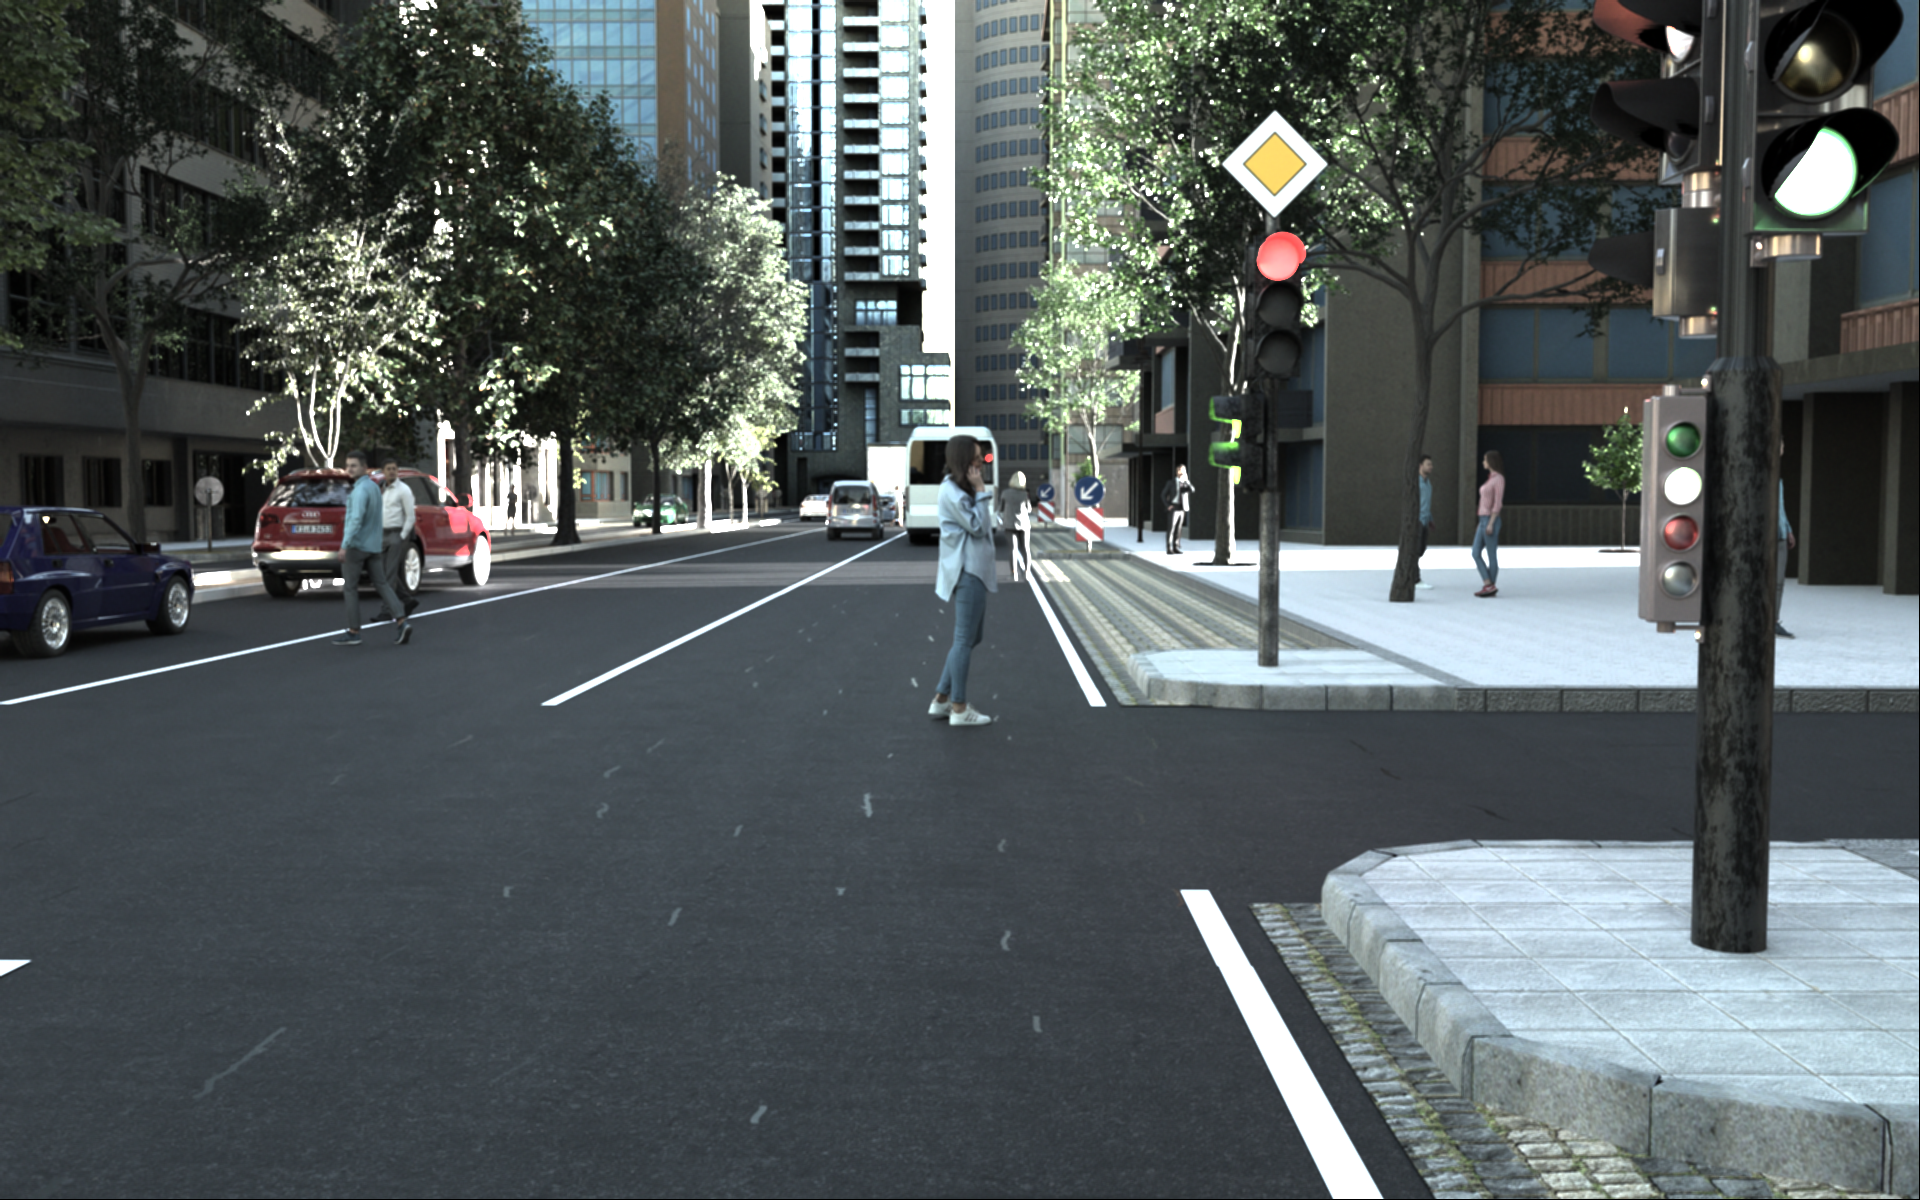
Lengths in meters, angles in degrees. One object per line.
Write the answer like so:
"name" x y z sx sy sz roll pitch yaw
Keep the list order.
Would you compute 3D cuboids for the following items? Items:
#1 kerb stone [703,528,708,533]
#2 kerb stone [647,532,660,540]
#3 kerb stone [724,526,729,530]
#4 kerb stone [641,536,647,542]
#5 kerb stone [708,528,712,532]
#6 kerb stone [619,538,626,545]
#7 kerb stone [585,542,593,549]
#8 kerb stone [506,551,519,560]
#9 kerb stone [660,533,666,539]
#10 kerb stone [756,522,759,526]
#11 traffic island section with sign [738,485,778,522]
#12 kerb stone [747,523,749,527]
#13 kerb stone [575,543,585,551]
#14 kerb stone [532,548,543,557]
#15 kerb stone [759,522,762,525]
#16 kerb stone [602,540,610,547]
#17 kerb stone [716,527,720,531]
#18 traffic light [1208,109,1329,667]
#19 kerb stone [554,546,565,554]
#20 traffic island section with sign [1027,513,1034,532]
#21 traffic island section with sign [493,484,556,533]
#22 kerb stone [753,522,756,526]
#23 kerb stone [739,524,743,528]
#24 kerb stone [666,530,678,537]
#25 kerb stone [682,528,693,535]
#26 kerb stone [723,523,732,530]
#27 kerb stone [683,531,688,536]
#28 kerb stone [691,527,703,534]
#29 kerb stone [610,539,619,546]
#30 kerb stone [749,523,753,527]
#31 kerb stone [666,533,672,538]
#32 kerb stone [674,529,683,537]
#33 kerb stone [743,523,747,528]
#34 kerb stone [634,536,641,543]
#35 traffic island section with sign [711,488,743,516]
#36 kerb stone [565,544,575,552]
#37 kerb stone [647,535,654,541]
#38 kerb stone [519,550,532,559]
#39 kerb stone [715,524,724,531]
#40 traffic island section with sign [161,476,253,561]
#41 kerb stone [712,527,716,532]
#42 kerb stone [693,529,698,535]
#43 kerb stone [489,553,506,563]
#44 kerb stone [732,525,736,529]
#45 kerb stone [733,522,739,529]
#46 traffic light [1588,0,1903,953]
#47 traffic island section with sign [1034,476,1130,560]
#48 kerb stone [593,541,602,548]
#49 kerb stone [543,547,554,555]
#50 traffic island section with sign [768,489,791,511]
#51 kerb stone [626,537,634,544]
"kerb stone" -9.467 -2.517 63.351 0.120 0.150 1.000 0 4 1
"kerb stone" -9.616 -1.954 54.139 0.120 0.150 1.000 0 4 1
"kerb stone" -9.390 -2.832 68.495 0.120 0.150 1.000 0 4 1
"kerb stone" -9.647 -1.828 52.090 0.120 0.150 1.000 0 4 1
"kerb stone" -9.461 -2.580 64.380 0.120 0.150 1.000 0 4 1
"kerb stone" -9.691 -1.641 49.023 0.120 0.150 1.000 0 4 1
"kerb stone" -9.752 -1.390 44.928 0.120 0.150 1.000 0 4 1
"kerb stone" -9.856 -0.952 37.759 0.120 0.150 1.000 0 4 1
"kerb stone" -9.593 -2.017 55.169 0.120 0.150 1.000 0 4 1
"kerb stone" -9.263 -3.397 77.730 0.120 0.150 1.000 0 4 1
"traffic island section with sign" -10.145 -4.881 87.933 2.006 1.907 1.989 0 4 1
"kerb stone" -9.310 -3.208 74.643 0.120 0.150 1.000 0 4 1
"kerb stone" -9.757 -1.328 43.905 0.120 0.150 1.000 0 4 1
"kerb stone" -9.831 -1.077 39.806 0.120 0.150 1.000 0 4 1
"kerb stone" -9.238 -3.460 78.762 0.120 0.150 1.000 0 4 1
"kerb stone" -9.720 -1.515 46.978 0.120 0.150 1.000 0 4 1
"kerb stone" -9.424 -2.704 66.435 0.120 0.150 1.000 0 4 1
"traffic light" 2.284 -1.462 12.825 0.839 4.253 0.868 0 4 1
"kerb stone" -9.786 -1.202 41.855 0.120 0.150 1.000 0 4 1
"traffic island section with sign" 3.110 -3.471 65.379 1.989 1.847 2.006 0 4 1
"traffic island section with sign" -16.208 -3.435 64.786 1.989 1.847 2.006 0 4 1
"kerb stone" -9.265 -3.334 76.704 0.120 0.150 1.000 0 4 1
"kerb stone" -9.330 -3.082 72.585 0.120 0.150 1.000 0 4 1
"kerb stone" -9.557 -2.136 57.213 0.120 0.150 1.000 0 4 1
"kerb stone" -9.522 -2.325 60.280 0.120 0.150 1.000 0 4 1
"kerb stone" -9.381 -2.894 69.518 0.120 0.150 1.000 0 4 1
"kerb stone" -9.534 -2.264 59.258 0.120 0.150 1.000 0 4 1
"kerb stone" -9.483 -2.453 62.328 0.120 0.150 1.000 0 4 1
"kerb stone" -9.697 -1.576 48.001 0.120 0.150 1.000 0 4 1
"kerb stone" -9.288 -3.270 75.674 0.120 0.150 1.000 0 4 1
"kerb stone" -9.582 -2.079 56.191 0.120 0.150 1.000 0 4 1
"kerb stone" -9.545 -2.204 58.235 0.120 0.150 1.000 0 4 1
"kerb stone" -9.309 -3.145 73.612 0.120 0.150 1.000 0 4 1
"kerb stone" -9.652 -1.766 51.067 0.120 0.150 1.000 0 4 1
"traffic island section with sign" -15.442 -6.521 115.254 1.989 1.847 2.006 0 4 1
"kerb stone" -9.785 -1.264 42.878 0.120 0.150 1.000 0 4 1
"kerb stone" -9.622 -1.890 53.117 0.120 0.150 1.000 0 4 1
"kerb stone" -9.841 -1.015 38.784 0.120 0.150 1.000 0 4 1
"kerb stone" -9.413 -2.769 67.469 0.120 0.150 1.000 0 4 1
"traffic island section with sign" -16.622 -1.786 37.834 1.989 1.847 2.006 0 4 1
"kerb stone" -9.439 -2.643 65.408 0.120 0.150 1.000 0 4 1
"kerb stone" -9.502 -2.392 61.306 0.120 0.150 1.000 0 4 1
"kerb stone" -9.883 -0.889 36.737 0.120 0.150 1.000 0 4 1
"kerb stone" -9.355 -2.957 70.540 0.120 0.150 1.000 0 4 1
"kerb stone" -9.350 -3.019 71.562 0.120 0.150 1.000 0 4 1
"traffic light" 0.070 -1.839 4.731 4.771 5.953 1.251 0 4 1
"traffic island section with sign" 2.714 -1.823 38.426 1.989 1.847 2.006 0 4 1
"kerb stone" -9.738 -1.448 45.957 0.120 0.150 1.000 0 4 1
"kerb stone" -9.812 -1.140 40.828 0.120 0.150 1.000 0 4 1
"traffic island section with sign" -15.031 -8.227 143.138 1.989 1.847 2.006 0 4 1
"kerb stone" -9.667 -1.703 50.045 0.120 0.150 1.000 0 4 1
